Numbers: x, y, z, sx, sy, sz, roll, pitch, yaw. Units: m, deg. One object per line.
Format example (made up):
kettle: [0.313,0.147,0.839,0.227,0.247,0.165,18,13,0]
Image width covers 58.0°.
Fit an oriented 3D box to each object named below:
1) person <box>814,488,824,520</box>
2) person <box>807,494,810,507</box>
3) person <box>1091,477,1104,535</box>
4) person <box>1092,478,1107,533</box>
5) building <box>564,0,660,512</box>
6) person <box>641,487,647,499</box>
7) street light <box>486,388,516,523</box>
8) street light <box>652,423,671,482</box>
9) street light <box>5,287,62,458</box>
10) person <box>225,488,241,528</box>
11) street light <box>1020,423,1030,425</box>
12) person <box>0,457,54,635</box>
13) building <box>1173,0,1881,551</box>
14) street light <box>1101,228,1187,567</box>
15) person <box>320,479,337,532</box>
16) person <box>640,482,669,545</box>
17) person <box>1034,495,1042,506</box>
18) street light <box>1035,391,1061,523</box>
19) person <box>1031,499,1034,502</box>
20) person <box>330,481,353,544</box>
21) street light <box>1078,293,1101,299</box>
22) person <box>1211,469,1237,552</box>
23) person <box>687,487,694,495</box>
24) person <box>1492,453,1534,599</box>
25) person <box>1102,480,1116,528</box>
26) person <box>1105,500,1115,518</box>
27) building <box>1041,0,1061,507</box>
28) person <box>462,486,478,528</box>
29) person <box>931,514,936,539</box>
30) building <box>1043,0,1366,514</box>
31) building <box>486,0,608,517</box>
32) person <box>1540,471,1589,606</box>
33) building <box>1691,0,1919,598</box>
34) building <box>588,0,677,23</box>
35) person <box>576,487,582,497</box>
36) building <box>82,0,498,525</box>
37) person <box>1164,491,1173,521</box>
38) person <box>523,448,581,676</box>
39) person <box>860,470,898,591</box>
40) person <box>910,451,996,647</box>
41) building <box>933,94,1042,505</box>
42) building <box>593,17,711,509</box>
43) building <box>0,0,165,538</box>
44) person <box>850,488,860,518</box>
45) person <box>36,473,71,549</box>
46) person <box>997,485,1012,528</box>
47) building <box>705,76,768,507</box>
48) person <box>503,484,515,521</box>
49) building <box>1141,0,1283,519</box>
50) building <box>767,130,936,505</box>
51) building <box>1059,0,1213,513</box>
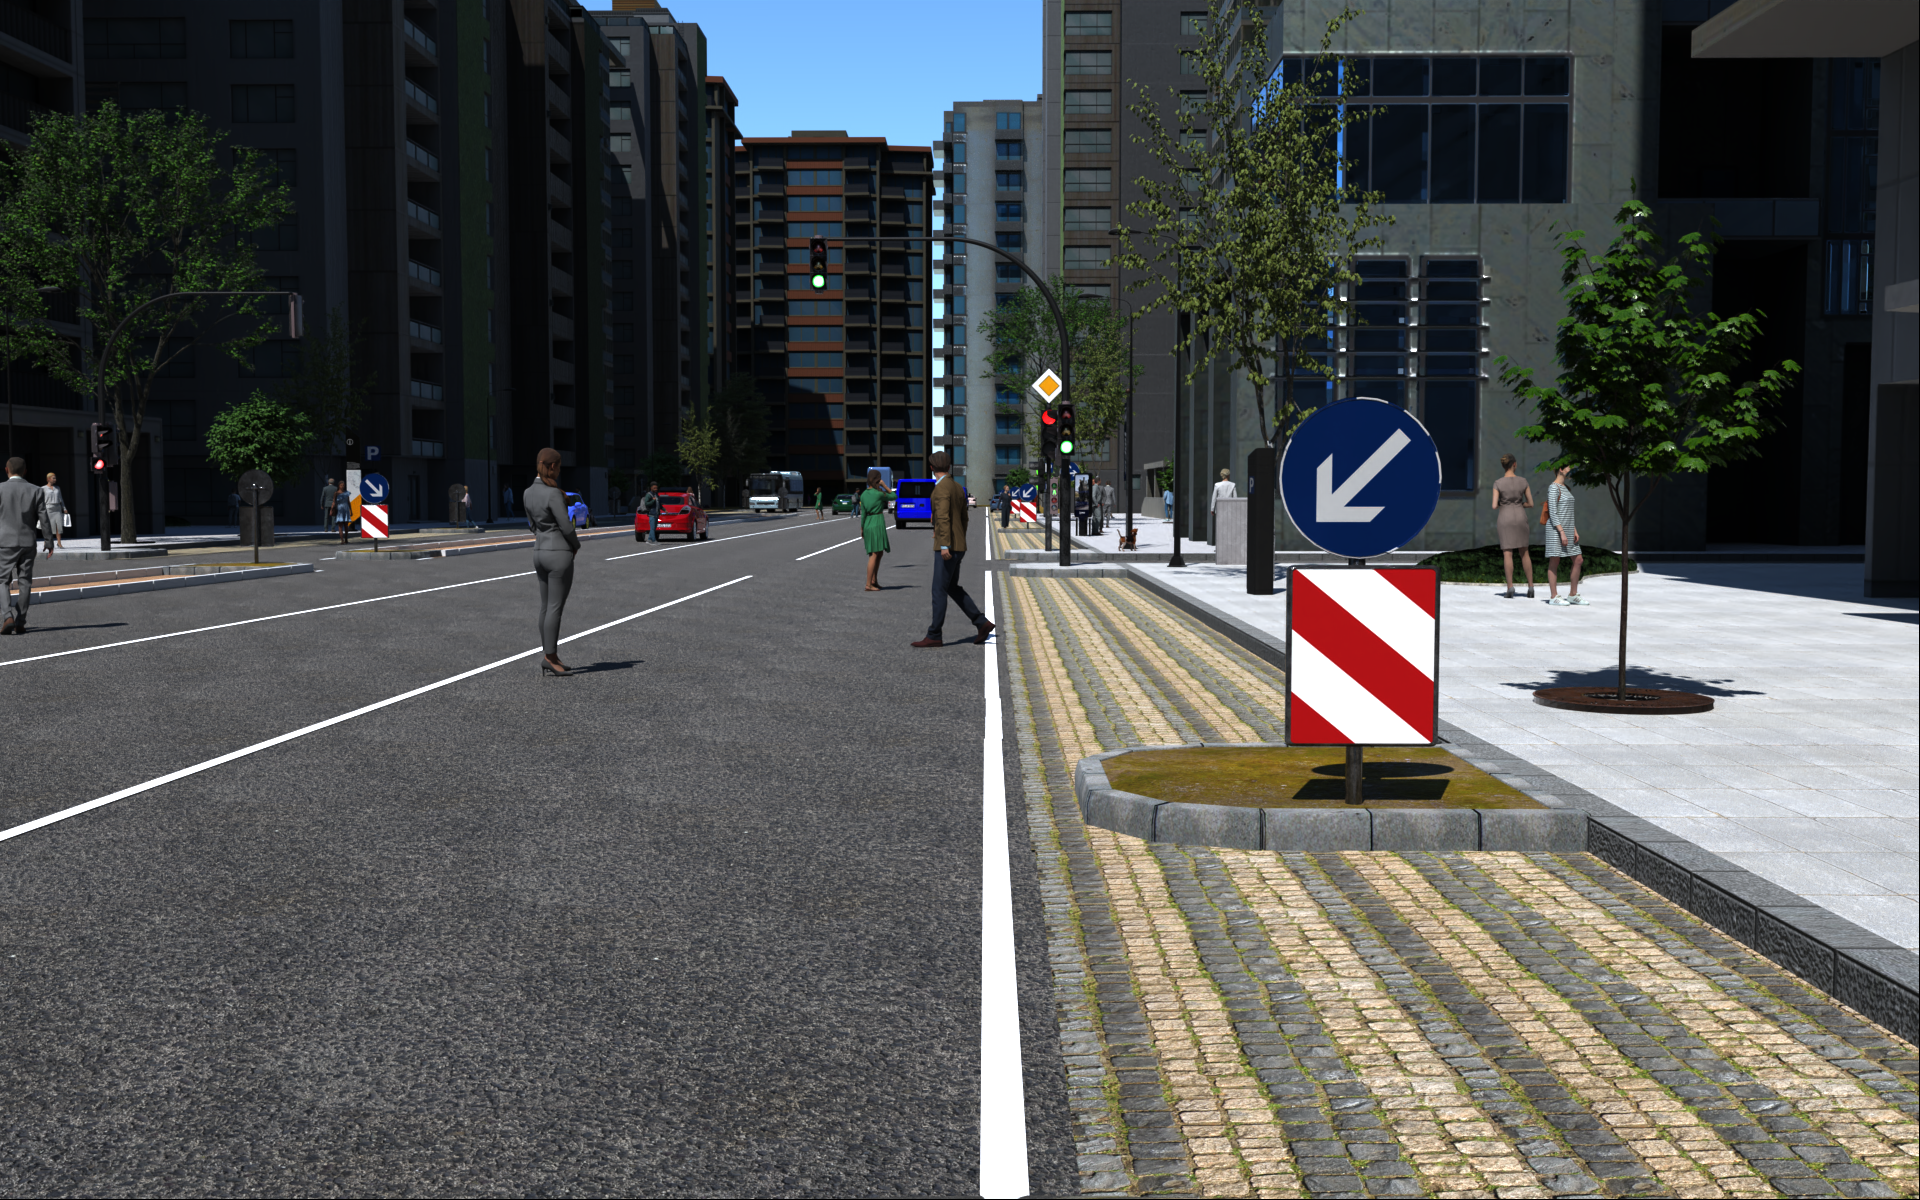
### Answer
person: [-7.817,-5.361,96.405,0.529,1.795,0.600,-1,4,-21]
person: [-16.868,-11.145,193.940,0.599,1.433,0.991,-2,4,-25]
person: [4.234,-2.917,53.838,0.391,1.810,0.635,0,4,-6]
person: [4.544,-3.125,57.312,0.592,1.802,0.473,2,4,31]
building: [-38.987,-26.600,126.791,32.217,40.220,23.993,0,4,1]
person: [-17.255,-5.283,94.838,0.622,1.834,0.822,2,4,26]
street light: [-20.181,-6.336,76.133,1.470,5.913,1.316,0,4,1]
street light: [-19.620,-8.622,113.506,1.470,5.913,1.316,0,4,1]
street light: [-20.819,-4.062,38.947,1.470,5.913,1.316,0,4,1]
person: [-27.631,-3.496,65.803,0.523,1.515,0.503,2,4,29]
street light: [4.608,-8.613,113.364,1.470,5.913,1.316,0,4,1]
person: [-9.767,-0.566,17.878,0.709,1.813,0.853,-3,4,-39]
building: [21.854,-44.924,47.171,31.000,86.520,22.319,0,4,1]
street light: [3.286,-3.537,30.370,1.470,5.913,1.316,0,4,1]
person: [-21.163,-3.184,58.285,0.661,1.801,0.590,-1,4,-17]
person: [-8.583,-2.425,48.497,0.721,1.781,0.623,1,4,11]
person: [5.480,-7.110,125.559,1.065,1.426,0.557,-1,4,-14]
street light: [4.023,-6.376,76.781,1.470,5.913,1.316,0,4,1]
person: [6.946,-9.646,163.843,1.348,1.812,0.705,-3,4,-38]
person: [-17.619,-2.491,49.322,0.616,1.811,0.778,-1,4,-16]
street light: [3.422,-4.138,40.197,1.470,5.913,1.316,0,4,1]
person: [5.885,-1.978,38.260,0.514,1.842,0.818,-2,4,-25]
person: [-11.889,-4.123,76.498,0.593,1.750,0.643,1,4,13]
person: [6.815,-0.914,21.334,0.599,1.781,0.374,0,4,0]
person: [5.612,-3.665,66.083,0.709,1.813,0.853,1,4,13]
person: [7.905,-4.952,91.287,0.640,1.303,0.475,2,4,29]
building: [18.662,-38.561,172.478,21.231,58.520,28.212,0,4,1]
person: [-18.667,-3.477,66.016,0.598,1.740,0.731,-1,4,-13]
person: [-0.759,-2.606,55.783,0.362,1.253,0.373,1,4,21]
building: [18.633,-50.728,142.070,22.319,86.520,31.000,0,4,1]
building: [-28.544,-19.947,97.842,14.160,30.474,14.107,0,4,1]
person: [6.936,-0.790,19.964,0.522,1.701,0.512,3,5,41]
building: [22.172,-25.590,7.631,28.713,52.752,27.495,0,4,1]
building: [-47.070,-40.850,209.897,28.212,58.520,21.231,0,4,1]
person: [-19.071,-4.745,86.263,0.466,1.800,0.511,-3,5,-43]
building: [-29.394,-23.968,75.468,14.154,41.232,14.086,0,4,1]
person: [9.877,-4.616,81.776,0.793,1.790,0.793,2,4,35]
person: [-3.159,-0.301,13.695,0.520,1.790,0.573,2,4,30]
person: [-1.283,-1.038,25.726,0.600,1.795,0.529,2,4,33]
person: [-0.079,-0.485,16.347,0.836,1.842,0.656,-1,4,-14]
building: [12.091,-36.118,210.142,30.456,49.044,23.786,0,4,1]
building: [-29.279,-28.285,146.055,14.154,41.232,14.086,0,4,1]
building: [-35.919,-37.376,49.349,20.563,71.187,20.611,0,4,1]
person: [-6.094,-5.683,101.761,0.721,1.781,0.623,-3,4,-36]
person: [-21.343,-2.102,40.764,0.694,1.780,0.624,-3,4,-36]
person: [1.770,-3.641,68.457,0.576,1.772,0.534,-3,5,-43]
building: [-35.827,-31.952,177.045,28.867,44.769,22.147,0,4,1]
person: [-21.807,-4.737,83.751,0.793,1.790,0.793,1,4,12]
building: [26.650,-24.551,93.291,32.217,40.220,23.993,0,4,1]
building: [-17.555,-34.059,211.492,28.867,44.769,22.147,0,4,1]
building: [13.932,-26.715,120.379,14.154,41.232,14.086,0,4,1]
